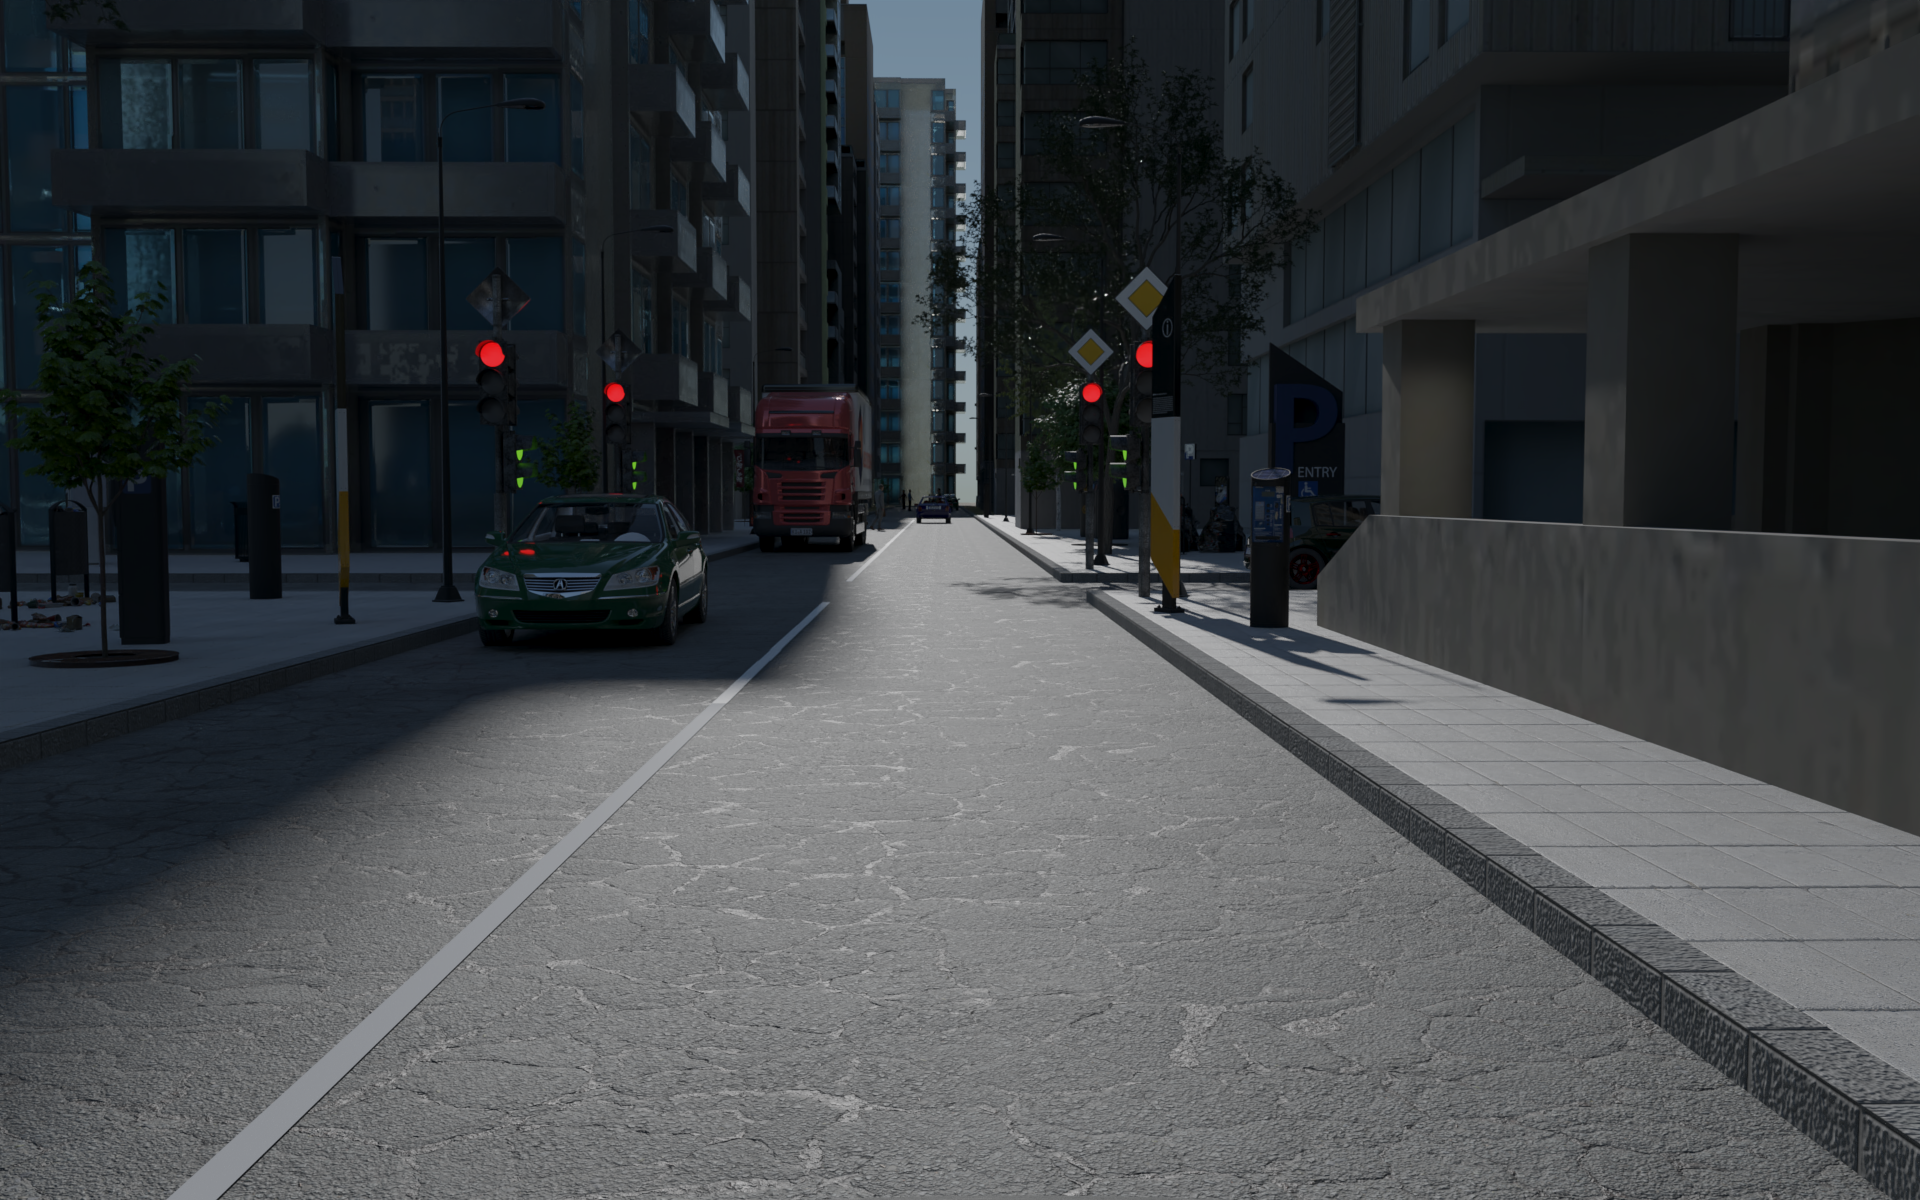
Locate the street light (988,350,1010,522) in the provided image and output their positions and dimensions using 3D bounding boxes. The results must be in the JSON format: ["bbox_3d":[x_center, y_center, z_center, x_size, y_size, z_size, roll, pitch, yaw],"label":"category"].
[{"bbox_3d":[1.731,-5.093,55.819,1.470,5.913,1.316,0,4,-1],"label":"street light"}]

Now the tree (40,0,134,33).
[{"bbox_3d":[-6.600,-4.455,7.247,8.767,10.594,7.601,0,3,0],"label":"tree"}]

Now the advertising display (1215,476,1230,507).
[{"bbox_3d":[9.363,-3.465,61.874,0.123,1.923,0.974,-1,4,-18],"label":"advertising display"}]

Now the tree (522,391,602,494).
[{"bbox_3d":[-7.224,-2.337,32.816,1.663,3.219,1.824,0,3,0],"label":"tree"}]

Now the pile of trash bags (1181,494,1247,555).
[{"bbox_3d":[5.112,-1.730,38.031,1.912,1.369,3.447,2,4,24],"label":"pile of trash bags"}]

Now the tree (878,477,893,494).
[{"bbox_3d":[-8.141,-11.469,182.112,1.663,3.219,1.824,0,3,0],"label":"tree"}]

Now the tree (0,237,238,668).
[{"bbox_3d":[-6.581,-1.127,13.022,1.663,3.219,1.824,0,3,0],"label":"tree"}]

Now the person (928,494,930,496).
[{"bbox_3d":[-2.824,-9.007,159.025,0.557,1.426,1.065,0,4,-2],"label":"person"}]

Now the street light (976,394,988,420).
[{"bbox_3d":[1.596,-6.584,80.187,1.470,5.913,1.316,0,4,-1],"label":"street light"}]

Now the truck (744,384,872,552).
[{"bbox_3d":[-3.835,-3.518,46.429,2.839,4.237,11.283,0,4,0],"label":"truck"}]

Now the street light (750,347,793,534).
[{"bbox_3d":[-5.986,-5.041,54.953,1.470,5.913,1.316,0,4,-1],"label":"street light"}]

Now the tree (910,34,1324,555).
[{"bbox_3d":[3.061,-6.225,36.193,8.767,10.594,7.601,0,4,3],"label":"tree"}]

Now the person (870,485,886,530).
[{"bbox_3d":[-3.177,-3.679,68.780,0.853,1.813,0.709,-3,5,-39],"label":"person"}]

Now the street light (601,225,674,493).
[{"bbox_3d":[-5.640,-3.519,30.081,1.470,5.913,1.316,0,4,-1],"label":"street light"}]

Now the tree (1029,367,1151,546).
[{"bbox_3d":[3.415,-3.637,43.184,4.285,4.588,4.351,0,3,0],"label":"tree"}]

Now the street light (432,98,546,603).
[{"bbox_3d":[-5.562,-2.932,20.472,1.470,5.913,1.316,0,4,-1],"label":"street light"}]

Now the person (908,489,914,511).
[{"bbox_3d":[-4.147,-8.305,144.269,0.705,1.826,1.348,1,4,14],"label":"person"}]

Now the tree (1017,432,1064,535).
[{"bbox_3d":[2.364,-3.636,54.049,1.663,3.219,1.824,0,3,0],"label":"tree"}]

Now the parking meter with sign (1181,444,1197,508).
[{"bbox_3d":[7.276,-3.871,59.558,1.738,3.016,0.543,-2,4,-32],"label":"parking meter with sign"}]

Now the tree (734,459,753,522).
[{"bbox_3d":[-9.929,-5.208,79.750,1.663,3.219,1.824,0,3,0],"label":"tree"}]

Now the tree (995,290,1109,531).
[{"bbox_3d":[3.344,-6.690,59.739,4.737,8.622,4.395,0,3,0],"label":"tree"}]

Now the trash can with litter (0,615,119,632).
[{"bbox_3d":[-8.987,-0.330,16.458,2.233,1.210,1.678,1,4,20],"label":"trash can with litter"}]

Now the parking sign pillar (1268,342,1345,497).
[{"bbox_3d":[6.149,-2.586,30.760,1.447,3.967,1.447,0,4,2],"label":"parking sign pillar"}]

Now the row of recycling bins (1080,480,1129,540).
[{"bbox_3d":[4.226,-2.645,50.364,1.069,1.692,3.534,0,4,-6],"label":"row of recycling bins"}]

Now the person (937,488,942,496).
[{"bbox_3d":[-1.375,-6.282,111.304,0.705,1.812,1.348,-1,4,-8],"label":"person"}]

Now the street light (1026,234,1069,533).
[{"bbox_3d":[1.998,-3.581,31.085,1.470,5.913,1.316,0,4,-1],"label":"street light"}]

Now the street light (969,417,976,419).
[{"bbox_3d":[1.256,-8.079,104.635,1.470,5.913,1.316,0,4,-1],"label":"street light"}]

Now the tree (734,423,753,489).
[{"bbox_3d":[-7.955,-5.378,71.641,4.285,4.588,4.351,0,3,0],"label":"tree"}]

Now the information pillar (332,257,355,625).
[{"bbox_3d":[-6.078,-1.569,17.011,0.183,3.616,0.504,-1,4,-22],"label":"information pillar"}]

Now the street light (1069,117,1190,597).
[{"bbox_3d":[2.160,-2.994,21.495,1.470,5.913,1.316,0,4,-1],"label":"street light"}]

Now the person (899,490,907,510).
[{"bbox_3d":[-5.193,-9.213,159.091,0.705,1.831,1.348,-2,4,-34],"label":"person"}]
